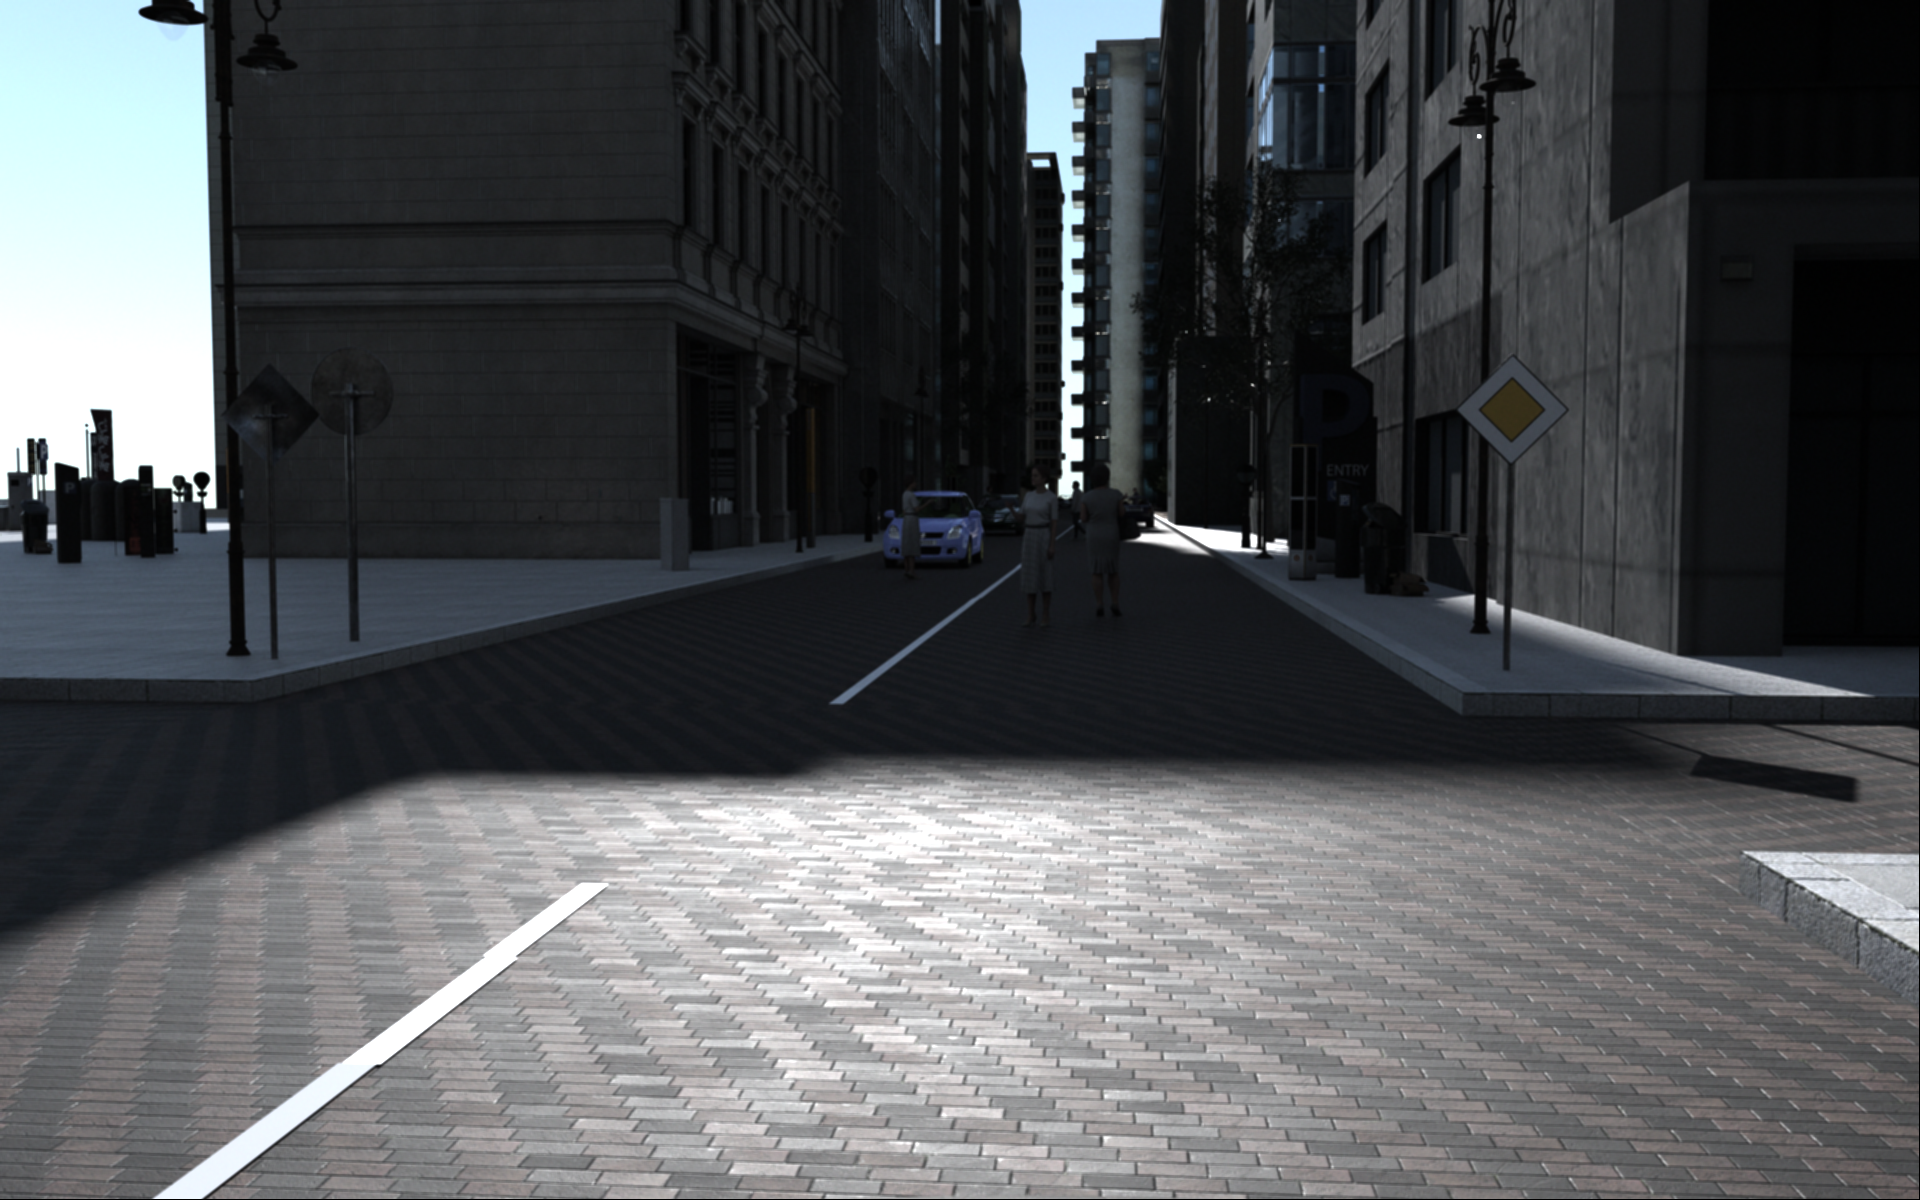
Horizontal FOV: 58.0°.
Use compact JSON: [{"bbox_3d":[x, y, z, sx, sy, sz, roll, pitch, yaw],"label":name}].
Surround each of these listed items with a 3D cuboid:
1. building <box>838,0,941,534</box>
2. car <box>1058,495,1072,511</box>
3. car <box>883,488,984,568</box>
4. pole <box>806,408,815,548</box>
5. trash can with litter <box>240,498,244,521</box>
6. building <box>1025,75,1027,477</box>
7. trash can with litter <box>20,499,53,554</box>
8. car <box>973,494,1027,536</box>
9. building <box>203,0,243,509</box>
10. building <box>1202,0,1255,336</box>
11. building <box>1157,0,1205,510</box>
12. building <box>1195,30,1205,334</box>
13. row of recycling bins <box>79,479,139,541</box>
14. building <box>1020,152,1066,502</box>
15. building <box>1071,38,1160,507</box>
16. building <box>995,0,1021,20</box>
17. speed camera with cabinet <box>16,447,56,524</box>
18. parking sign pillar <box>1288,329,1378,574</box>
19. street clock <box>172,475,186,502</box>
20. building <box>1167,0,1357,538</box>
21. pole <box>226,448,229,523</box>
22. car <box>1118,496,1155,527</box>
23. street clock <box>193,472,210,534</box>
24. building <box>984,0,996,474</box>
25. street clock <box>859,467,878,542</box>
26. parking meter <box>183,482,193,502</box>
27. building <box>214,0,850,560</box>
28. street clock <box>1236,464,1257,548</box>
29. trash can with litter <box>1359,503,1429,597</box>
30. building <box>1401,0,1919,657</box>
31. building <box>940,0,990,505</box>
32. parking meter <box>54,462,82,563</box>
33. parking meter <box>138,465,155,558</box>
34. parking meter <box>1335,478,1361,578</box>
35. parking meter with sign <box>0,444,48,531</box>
[{"bbox_3d":[-7.704,-15.105,64.985,12.078,24.808,19.932,0,4,5],"label":"building"},{"bbox_3d":[9.122,-8.348,149.065,1.945,1.354,3.894,0,4,6],"label":"car"},{"bbox_3d":[-0.500,-1.543,34.820,1.945,1.707,3.694,0,4,6],"label":"car"},{"bbox_3d":[-3.549,-2.893,41.143,0.158,3.312,0.155,0,3,0],"label":"pole"},{"bbox_3d":[-23.023,-2.716,55.792,0.624,1.170,1.055,-1,4,-19],"label":"trash can with litter"},{"bbox_3d":[-1.106,-28.868,155.582,14.086,41.232,14.154,0,4,5],"label":"building"},{"bbox_3d":[-19.858,-1.591,37.406,0.624,1.170,1.055,-3,5,-45],"label":"trash can with litter"},{"bbox_3d":[1.425,-3.026,61.281,2.131,1.459,4.920,0,4,6],"label":"car"},{"bbox_3d":[-53.171,-43.946,156.764,20.611,71.187,20.563,0,4,5],"label":"building"},{"bbox_3d":[20.941,-27.315,96.719,14.600,45.320,14.200,0,4,5],"label":"building"},{"bbox_3d":[28.101,-32.147,149.300,21.300,48.544,21.600,0,4,5],"label":"building"},{"bbox_3d":[22.128,-20.768,111.250,14.160,30.474,14.107,0,4,5],"label":"building"},{"bbox_3d":[-23.692,-2.493,47.880,3.534,1.692,1.069,2,4,33],"label":"row of recycling bins"},{"bbox_3d":[-0.747,-30.371,188.442,23.993,40.220,32.217,0,4,5],"label":"building"},{"bbox_3d":[27.093,-34.408,182.171,30.456,49.044,23.786,0,4,5],"label":"building"},{"bbox_3d":[-2.537,-27.802,138.156,14.154,41.232,14.086,0,4,5],"label":"building"},{"bbox_3d":[-39.448,-4.874,74.021,2.038,3.252,0.660,-2,4,-32],"label":"speed camera with cabinet"},{"bbox_3d":[6.123,-2.436,28.302,1.447,3.967,1.447,0,4,-2],"label":"parking sign pillar"},{"bbox_3d":[-30.041,-3.798,66.669,0.471,2.002,0.358,2,4,28],"label":"street clock"},{"bbox_3d":[19.488,-45.859,62.459,22.319,86.520,31.000,0,4,5],"label":"building"},{"bbox_3d":[-32.297,-5.058,76.546,0.158,3.312,0.155,0,3,0],"label":"pole"},{"bbox_3d":[7.579,-3.868,75.823,1.945,1.354,3.894,0,4,4],"label":"car"},{"bbox_3d":[-24.564,-3.155,56.153,0.471,2.002,0.358,-2,4,-34],"label":"street clock"},{"bbox_3d":[-11.743,-32.328,117.795,28.713,52.752,27.495,0,4,5],"label":"building"},{"bbox_3d":[-2.453,-2.560,46.432,0.471,2.002,0.358,-1,4,-11],"label":"street clock"},{"bbox_3d":[-37.305,-4.772,83.730,0.399,1.863,0.255,2,4,27],"label":"parking meter"},{"bbox_3d":[-9.927,-11.261,35.034,10.553,20.767,40.483,0,4,5],"label":"building"},{"bbox_3d":[6.854,-2.256,41.453,0.471,2.002,0.358,1,4,21],"label":"street clock"},{"bbox_3d":[5.580,-0.654,22.078,0.624,1.170,1.055,-2,4,-25],"label":"trash can with litter"},{"bbox_3d":[16.863,-35.629,20.782,20.611,71.187,20.563,0,4,5],"label":"building"},{"bbox_3d":[-5.865,-19.838,96.053,14.160,30.474,14.107,0,4,5],"label":"building"},{"bbox_3d":[-16.580,-1.622,32.229,0.399,1.863,0.255,-3,5,-45],"label":"parking meter"},{"bbox_3d":[-16.448,-1.793,35.033,0.255,1.863,0.399,-1,4,-22],"label":"parking meter"},{"bbox_3d":[5.944,-1.108,26.526,0.372,1.533,0.369,0,3,0],"label":"parking meter"},{"bbox_3d":[-32.737,-3.920,60.346,1.738,3.016,0.543,0,4,1],"label":"parking meter with sign"}]
